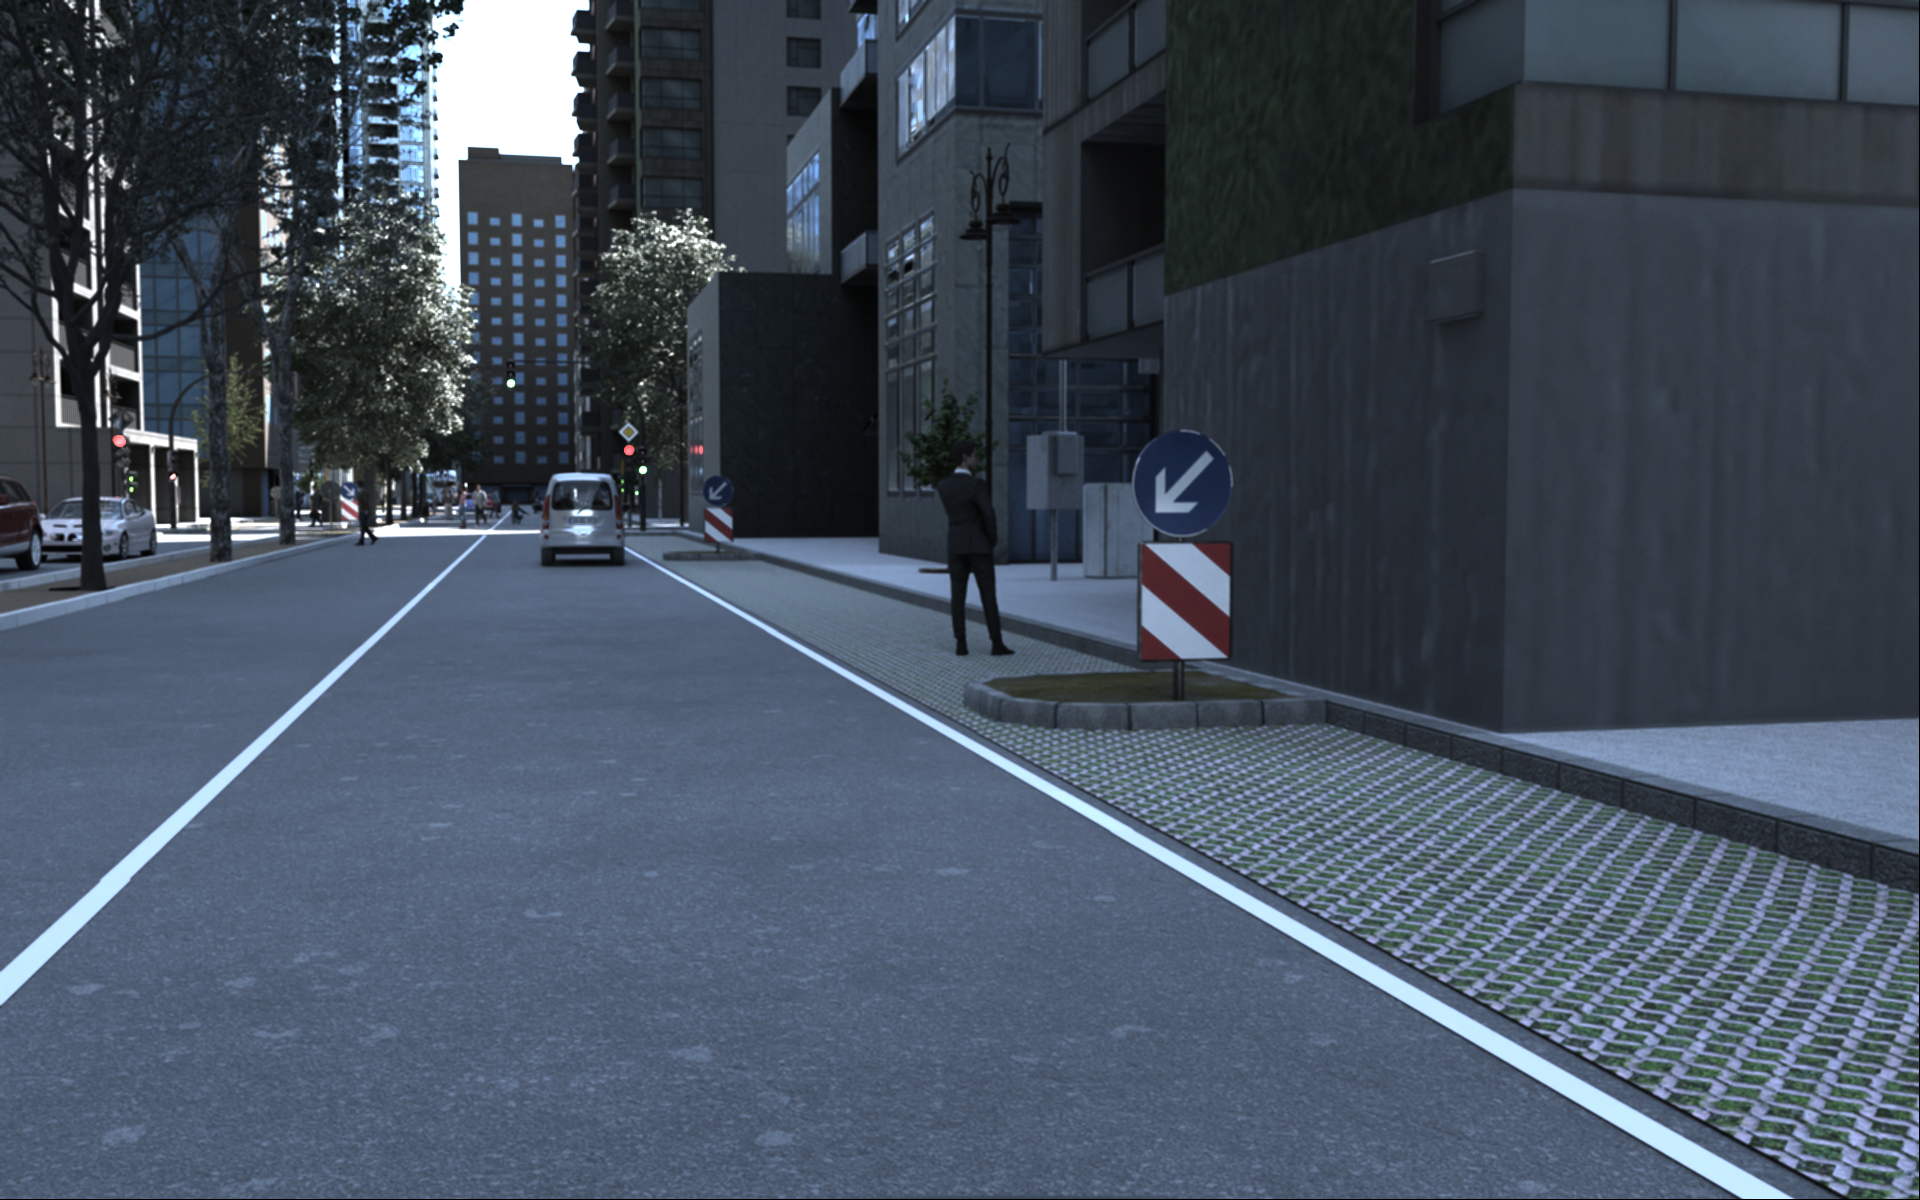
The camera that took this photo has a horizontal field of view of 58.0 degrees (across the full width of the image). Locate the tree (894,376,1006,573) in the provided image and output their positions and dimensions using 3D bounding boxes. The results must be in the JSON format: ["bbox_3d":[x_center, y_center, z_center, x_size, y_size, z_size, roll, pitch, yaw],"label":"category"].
[{"bbox_3d":[-0.215,-2.077,28.567,1.663,3.219,1.824,0,3,0],"label":"tree"}]

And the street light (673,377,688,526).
[{"bbox_3d":[-11.032,-5.857,68.549,0.468,5.910,1.993,-1,4,-14],"label":"street light"}]

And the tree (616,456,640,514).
[{"bbox_3d":[-20.501,-7.813,111.449,4.285,4.588,4.351,0,3,0],"label":"tree"}]

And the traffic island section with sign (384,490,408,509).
[{"bbox_3d":[-53.166,-9.414,162.544,1.989,1.847,2.006,-1,4,-14],"label":"traffic island section with sign"}]

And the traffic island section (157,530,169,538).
[{"bbox_3d":[-27.011,-2.059,55.944,2.009,0.180,2.903,-1,4,-14],"label":"traffic island section"}]

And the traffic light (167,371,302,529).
[{"bbox_3d":[-26.886,-5.470,64.105,4.771,5.953,1.251,-1,4,-14],"label":"traffic light"}]

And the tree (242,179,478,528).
[{"bbox_3d":[-23.984,-9.831,69.850,9.857,13.997,8.962,0,3,0],"label":"tree"}]

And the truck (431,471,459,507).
[{"bbox_3d":[-60.153,-13.028,202.761,2.967,4.110,18.799,-1,4,-16],"label":"truck"}]

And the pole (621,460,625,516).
[{"bbox_3d":[-19.926,-6.632,102.281,0.158,3.312,0.155,0,3,0],"label":"pole"}]

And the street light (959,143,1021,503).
[{"bbox_3d":[0.390,-3.088,23.271,0.468,5.910,1.993,-1,4,-14],"label":"street light"}]

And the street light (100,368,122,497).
[{"bbox_3d":[-30.982,-5.536,63.306,0.468,5.910,1.993,-1,4,-14],"label":"street light"}]

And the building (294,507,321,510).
[{"bbox_3d":[-63.527,-51.007,146.630,22.319,86.520,31.000,-1,4,-14],"label":"building"}]

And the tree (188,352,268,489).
[{"bbox_3d":[-38.383,-8.570,90.486,4.737,8.622,4.395,0,3,0],"label":"tree"}]

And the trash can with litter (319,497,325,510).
[{"bbox_3d":[-49.673,-7.529,134.490,1.055,1.170,0.624,-2,4,-26],"label":"trash can with litter"}]

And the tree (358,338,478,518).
[{"bbox_3d":[-32.500,-10.705,103.232,9.928,11.665,9.643,0,3,0],"label":"tree"}]

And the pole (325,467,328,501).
[{"bbox_3d":[-45.938,-8.058,125.598,0.158,3.312,0.155,0,3,0],"label":"pole"}]

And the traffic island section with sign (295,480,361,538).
[{"bbox_3d":[-21.015,-3.030,57.671,2.006,1.907,1.989,-1,4,-14],"label":"traffic island section with sign"}]

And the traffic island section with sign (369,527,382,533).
[{"bbox_3d":[-22.792,-3.470,64.863,2.006,1.907,1.989,-1,4,-14],"label":"traffic island section with sign"}]

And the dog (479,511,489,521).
[{"bbox_3d":[-25.824,-4.555,93.768,0.406,0.507,0.540,1,4,10],"label":"dog"}]

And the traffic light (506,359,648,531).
[{"bbox_3d":[-13.006,-5.167,59.149,4.771,5.953,1.251,-1,4,-14],"label":"traffic light"}]

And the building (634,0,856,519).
[{"bbox_3d":[-11.191,-19.925,97.481,14.160,30.474,14.107,-1,4,-14],"label":"building"}]

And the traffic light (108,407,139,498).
[{"bbox_3d":[-26.970,-4.092,55.820,0.839,4.253,0.868,-1,4,-14],"label":"traffic light"}]

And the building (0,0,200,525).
[{"bbox_3d":[-43.113,-38.584,69.109,20.563,71.187,20.611,-1,4,-14],"label":"building"}]

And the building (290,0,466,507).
[{"bbox_3d":[-80.953,-55.751,224.204,31.000,86.520,22.319,-1,4,-14],"label":"building"}]

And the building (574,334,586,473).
[{"bbox_3d":[-30.956,-21.973,204.293,27.650,21.520,28.899,-1,4,-14],"label":"building"}]

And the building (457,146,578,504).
[{"bbox_3d":[-57.863,-35.289,227.085,14.200,45.320,14.600,-1,4,-14],"label":"building"}]

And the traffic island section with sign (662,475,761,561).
[{"bbox_3d":[-5.461,-1.782,37.770,1.989,1.847,2.006,-1,4,-14],"label":"traffic island section with sign"}]

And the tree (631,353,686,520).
[{"bbox_3d":[-14.786,-8.323,86.447,4.737,8.622,4.395,0,3,0],"label":"tree"}]

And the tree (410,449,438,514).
[{"bbox_3d":[-36.918,-10.305,121.311,4.360,8.622,3.978,0,3,0],"label":"tree"}]

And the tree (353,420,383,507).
[{"bbox_3d":[-58.543,-15.546,172.297,7.486,12.596,7.792,0,3,0],"label":"tree"}]

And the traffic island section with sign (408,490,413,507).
[{"bbox_3d":[-59.677,-11.014,188.704,1.989,1.847,2.006,-1,4,-14],"label":"traffic island section with sign"}]

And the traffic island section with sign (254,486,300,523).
[{"bbox_3d":[-34.597,-4.840,87.766,1.989,1.847,2.006,-1,4,-14],"label":"traffic island section with sign"}]

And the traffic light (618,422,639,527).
[{"bbox_3d":[-12.922,-4.809,67.540,0.839,4.253,0.868,-1,4,-14],"label":"traffic light"}]

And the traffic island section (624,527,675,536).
[{"bbox_3d":[-10.955,-2.302,59.914,2.009,0.180,2.903,-1,4,-14],"label":"traffic island section"}]

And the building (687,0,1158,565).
[{"bbox_3d":[5.074,-44.828,45.608,22.319,86.520,31.000,-1,4,-14],"label":"building"}]

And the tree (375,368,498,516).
[{"bbox_3d":[-35.089,-11.819,112.708,9.611,12.733,9.660,0,3,0],"label":"tree"}]

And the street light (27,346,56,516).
[{"bbox_3d":[-28.741,-4.989,54.355,0.468,5.910,1.993,-1,4,-14],"label":"street light"}]

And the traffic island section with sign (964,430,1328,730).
[{"bbox_3d":[1.092,-0.171,11.422,1.989,1.847,2.006,-1,4,-14],"label":"traffic island section with sign"}]

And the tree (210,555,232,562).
[{"bbox_3d":[-17.049,-10.905,36.646,12.611,20.169,13.585,0,3,0],"label":"tree"}]

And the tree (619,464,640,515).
[{"bbox_3d":[-20.157,-6.921,107.753,1.663,3.219,1.824,0,3,0],"label":"tree"}]

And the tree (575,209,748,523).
[{"bbox_3d":[-12.204,-10.453,77.566,9.857,13.997,8.962,0,3,0],"label":"tree"}]

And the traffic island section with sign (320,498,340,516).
[{"bbox_3d":[-41.155,-6.456,114.176,1.989,1.847,2.006,-1,4,-14],"label":"traffic island section with sign"}]

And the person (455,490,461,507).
[{"bbox_3d":[-42.496,-8.410,146.682,0.721,1.739,1.217,-2,4,-35],"label":"person"}]

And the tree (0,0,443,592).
[{"bbox_3d":[-12.785,-6.869,25.142,12.009,13.543,11.850,0,3,0],"label":"tree"}]

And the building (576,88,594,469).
[{"bbox_3d":[-32.021,-32.475,181.084,14.600,45.320,14.200,-1,4,-14],"label":"building"}]

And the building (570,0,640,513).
[{"bbox_3d":[-17.304,-28.984,128.514,22.147,44.769,28.867,-1,4,-14],"label":"building"}]

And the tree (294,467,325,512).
[{"bbox_3d":[-46.218,-7.855,123.031,1.663,3.219,1.824,0,3,0],"label":"tree"}]

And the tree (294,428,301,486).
[{"bbox_3d":[-44.233,-9.864,111.634,4.737,8.622,4.395,0,3,0],"label":"tree"}]

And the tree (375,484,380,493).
[{"bbox_3d":[-60.746,-11.266,178.805,1.663,3.219,1.824,0,3,0],"label":"tree"}]

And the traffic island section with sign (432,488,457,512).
[{"bbox_3d":[-40.920,-7.930,137.790,2.006,1.907,1.989,-1,4,-14],"label":"traffic island section with sign"}]

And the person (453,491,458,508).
[{"bbox_3d":[-53.708,-10.720,184.478,1.217,1.736,0.721,1,4,17],"label":"person"}]

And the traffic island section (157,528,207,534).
[{"bbox_3d":[-28.937,-2.533,63.695,2.009,0.180,2.903,-1,4,-14],"label":"traffic island section"}]

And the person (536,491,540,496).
[{"bbox_3d":[-51.979,-12.486,212.660,1.348,1.822,0.705,-2,4,-24],"label":"person"}]

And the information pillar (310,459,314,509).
[{"bbox_3d":[-43.625,-7.660,116.602,0.183,3.616,0.504,0,4,-2],"label":"information pillar"}]

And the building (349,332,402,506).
[{"bbox_3d":[-78.347,-21.271,192.826,28.899,21.520,27.650,-1,4,-14],"label":"building"}]

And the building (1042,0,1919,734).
[{"bbox_3d":[8.062,-20.350,16.321,14.154,41.232,14.086,-1,4,-14],"label":"building"}]

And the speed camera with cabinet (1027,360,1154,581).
[{"bbox_3d":[1.979,-1.946,26.149,2.038,3.252,0.660,-2,4,-34],"label":"speed camera with cabinet"}]
